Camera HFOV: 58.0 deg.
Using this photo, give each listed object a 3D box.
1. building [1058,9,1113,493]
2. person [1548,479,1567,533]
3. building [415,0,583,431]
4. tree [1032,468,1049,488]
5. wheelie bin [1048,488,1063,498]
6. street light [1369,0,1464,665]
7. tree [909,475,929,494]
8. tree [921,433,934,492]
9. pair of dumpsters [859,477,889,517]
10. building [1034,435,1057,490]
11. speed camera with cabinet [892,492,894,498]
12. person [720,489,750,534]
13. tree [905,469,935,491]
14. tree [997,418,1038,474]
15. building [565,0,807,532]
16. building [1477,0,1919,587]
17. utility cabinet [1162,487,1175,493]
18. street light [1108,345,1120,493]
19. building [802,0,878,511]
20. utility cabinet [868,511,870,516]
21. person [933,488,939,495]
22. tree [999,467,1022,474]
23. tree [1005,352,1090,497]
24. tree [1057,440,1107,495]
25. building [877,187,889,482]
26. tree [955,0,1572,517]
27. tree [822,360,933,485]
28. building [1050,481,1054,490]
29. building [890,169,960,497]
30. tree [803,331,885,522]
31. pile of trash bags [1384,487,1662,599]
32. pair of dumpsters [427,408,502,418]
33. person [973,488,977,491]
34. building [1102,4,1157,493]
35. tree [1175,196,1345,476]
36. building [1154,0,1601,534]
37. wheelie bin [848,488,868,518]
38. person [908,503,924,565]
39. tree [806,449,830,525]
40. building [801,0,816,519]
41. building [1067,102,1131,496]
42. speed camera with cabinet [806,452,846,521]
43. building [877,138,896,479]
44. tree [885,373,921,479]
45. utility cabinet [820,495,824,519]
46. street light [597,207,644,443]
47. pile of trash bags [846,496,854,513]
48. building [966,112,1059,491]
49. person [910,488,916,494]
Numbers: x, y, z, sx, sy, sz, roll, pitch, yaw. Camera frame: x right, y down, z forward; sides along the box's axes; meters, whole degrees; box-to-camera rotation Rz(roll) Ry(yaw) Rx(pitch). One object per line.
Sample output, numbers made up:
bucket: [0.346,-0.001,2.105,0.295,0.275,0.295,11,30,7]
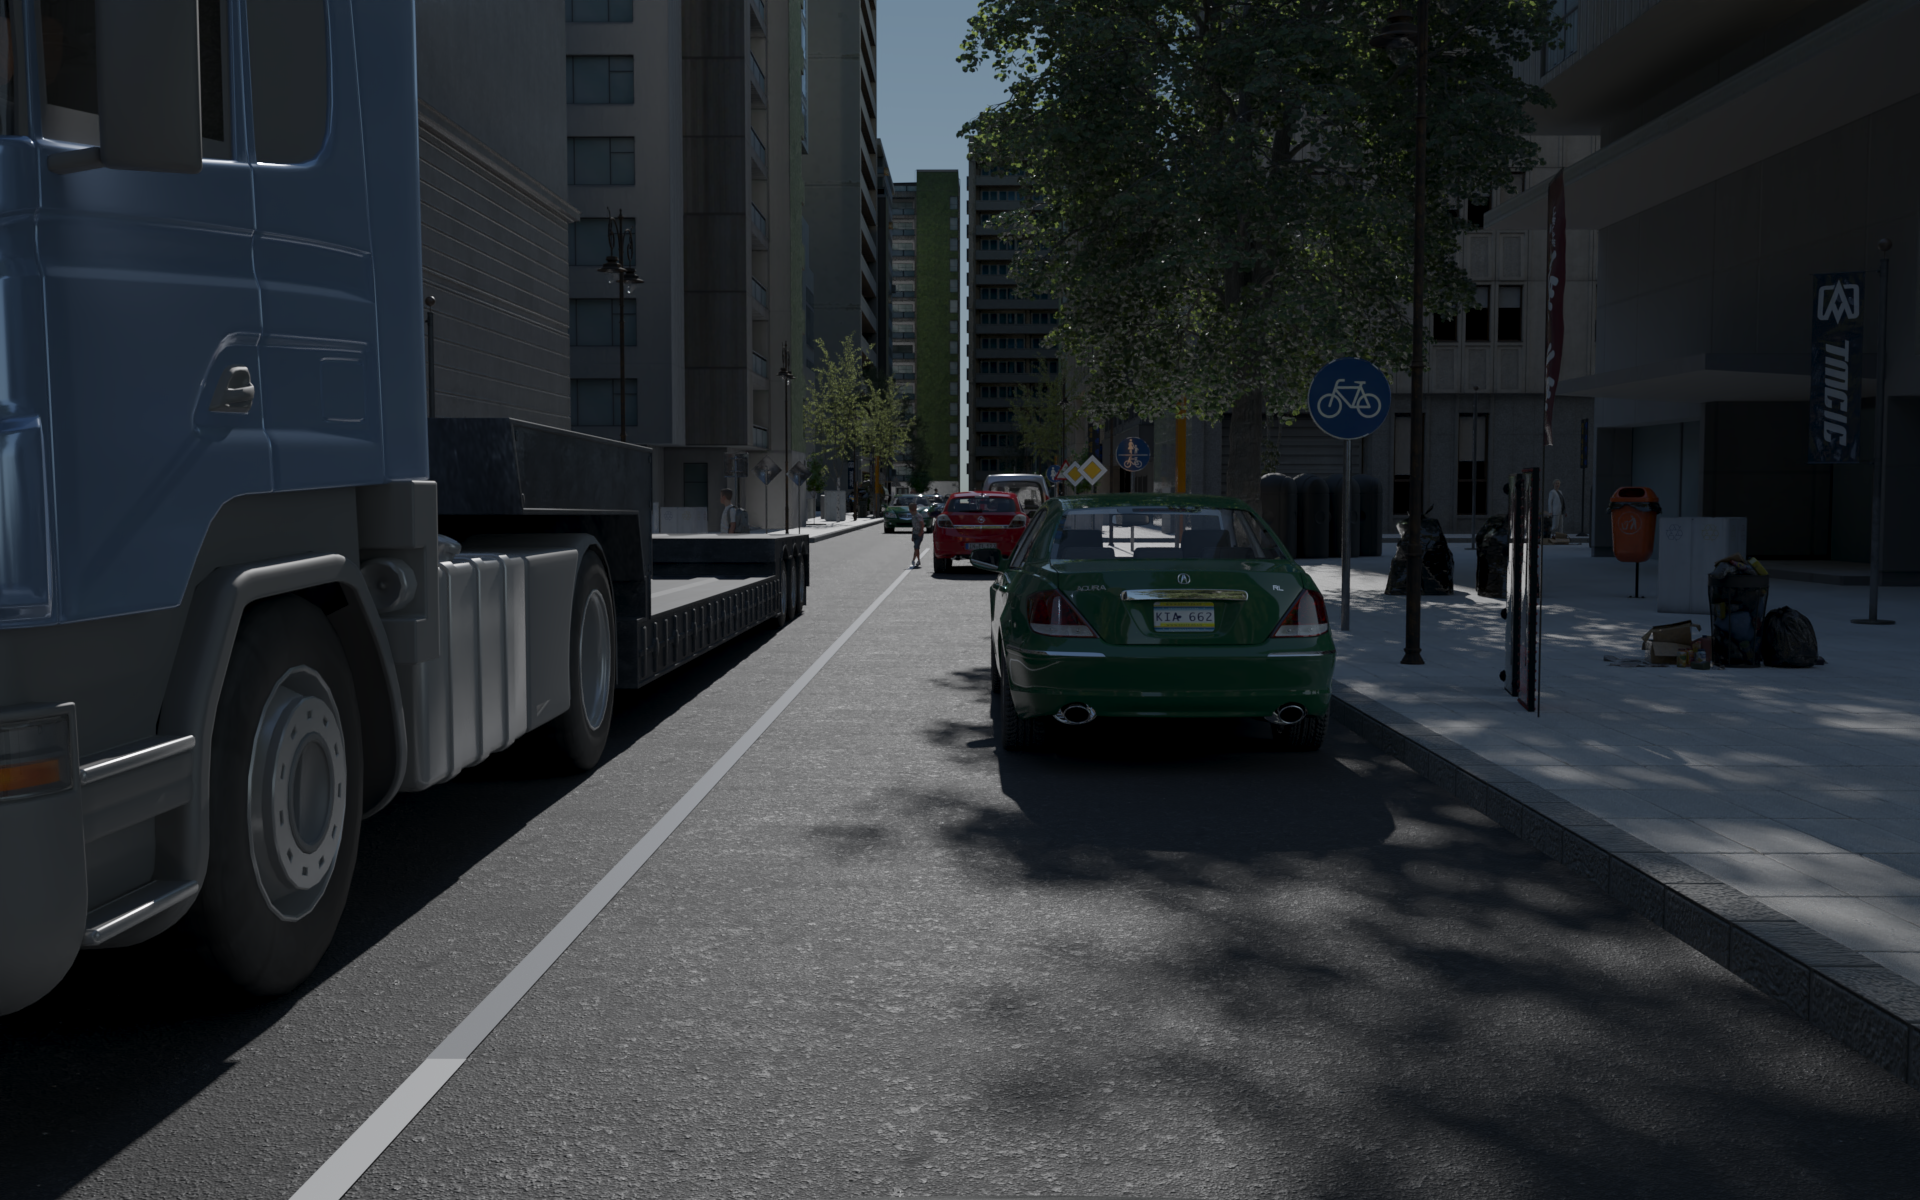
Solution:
building: [14.964,-27.942,140.444,14.154,41.232,14.086,0,4,1]
person: [16.280,-2.390,47.454,0.818,1.842,0.514,2,4,28]
building: [-20.673,-11.763,34.132,24.055,21.916,13.314,0,4,1]
tree: [5.745,-8.221,129.021,1.663,3.219,1.824,0,3,0]
wheelie bin: [5.159,-5.225,93.342,0.693,1.594,0.980,-3,4,-38]
street light: [3.420,-2.454,12.912,0.468,5.910,1.993,0,4,1]
tree: [-4.098,-10.942,173.504,1.663,3.219,1.824,0,3,0]
tree: [-4.530,-14.374,185.375,4.360,8.622,3.978,0,3,0]
pair of dumpsters: [-4.836,-5.759,96.651,1.574,2.255,4.437,0,4,0]
building: [19.522,-53.221,182.837,22.319,86.520,31.000,0,4,1]
speed camera with cabinet: [-5.859,-8.136,127.352,2.038,3.252,0.660,0,4,1]
person: [-3.331,-0.855,25.079,0.503,1.515,0.523,3,5,43]
tree: [-4.579,-13.219,199.837,4.285,4.588,4.351,0,3,0]
tree: [5.388,-13.022,163.268,4.360,8.622,3.978,0,3,0]
building: [-13.200,-23.068,60.764,14.154,41.232,14.086,0,4,1]
building: [23.847,-26.437,21.484,28.713,52.752,27.495,0,4,1]
utility cabinet: [6.820,-2.926,56.513,0.318,1.500,1.173,1,4,17]
street light: [3.751,-4.282,42.800,0.468,5.910,1.993,0,4,1]
building: [-17.835,-31.426,137.514,21.300,48.544,21.600,0,4,1]
utility cabinet: [-5.778,-5.638,103.342,0.306,1.237,1.020,2,4,30]
person: [-1.397,-6.023,107.319,0.599,1.781,0.374,1,4,18]
tree: [5.908,-13.489,204.266,4.285,4.588,4.351,0,3,0]
tree: [4.616,-8.366,87.151,4.737,8.622,4.395,0,3,0]
tree: [4.569,-4.148,62.419,1.663,3.219,1.824,0,3,0]
building: [-13.779,-23.520,156.250,14.160,30.474,14.107,0,4,1]
tree: [4.110,-7.246,25.134,9.857,13.997,8.962,0,3,0]
tree: [-5.301,-11.353,120.036,7.601,10.594,8.767,2,4,28]
building: [18.865,-43.948,156.801,20.563,71.187,20.611,0,4,1]
building: [-6.962,-32.852,220.720,14.086,41.232,14.154,0,4,1]
tree: [-5.551,-7.832,78.413,4.360,8.622,3.978,0,3,0]
pile of trash bags: [7.061,-0.746,21.944,3.447,1.369,1.912,2,4,33]
pair of dumpsters: [-5.740,-0.965,18.269,1.574,2.255,4.437,0,4,1]
person: [0.673,-4.739,86.818,0.643,1.720,0.563,2,4,32]
building: [14.562,-17.578,80.916,14.314,27.812,24.014,0,4,1]
tree: [7.029,-5.506,40.390,4.360,8.622,3.978,0,3,0]
building: [17.369,-14.819,60.316,19.932,24.808,12.078,0,4,1]
wheelie bin: [-5.355,-5.228,93.389,0.980,1.594,0.693,-3,4,-38]
person: [-0.877,-1.331,34.945,0.352,1.250,0.332,1,4,8]
tree: [-5.992,-4.739,72.091,1.663,3.219,1.824,0,3,0]
building: [-18.799,-47.837,94.814,22.319,86.520,31.000,0,4,1]
building: [17.253,-18.681,109.956,19.350,26.468,34.151,0,4,1]
speed camera with cabinet: [-6.489,-5.398,82.597,2.038,3.252,0.660,-1,4,-10]
building: [-19.045,-30.117,184.297,23.993,40.220,32.217,0,4,1]
tree: [-4.705,-9.503,105.741,4.360,8.622,3.978,0,3,0]
utility cabinet: [-6.808,-4.838,90.265,0.306,1.237,1.020,3,5,41]
street light: [-5.496,-3.391,28.226,0.468,5.910,1.993,0,4,1]
pile of trash bags: [-6.536,-6.620,117.995,1.912,1.369,3.447,-3,5,-43]
building: [11.661,-36.666,223.183,21.600,48.544,21.300,0,4,1]
person: [-3.011,-6.277,111.102,0.573,1.828,0.580,-3,5,-44]
